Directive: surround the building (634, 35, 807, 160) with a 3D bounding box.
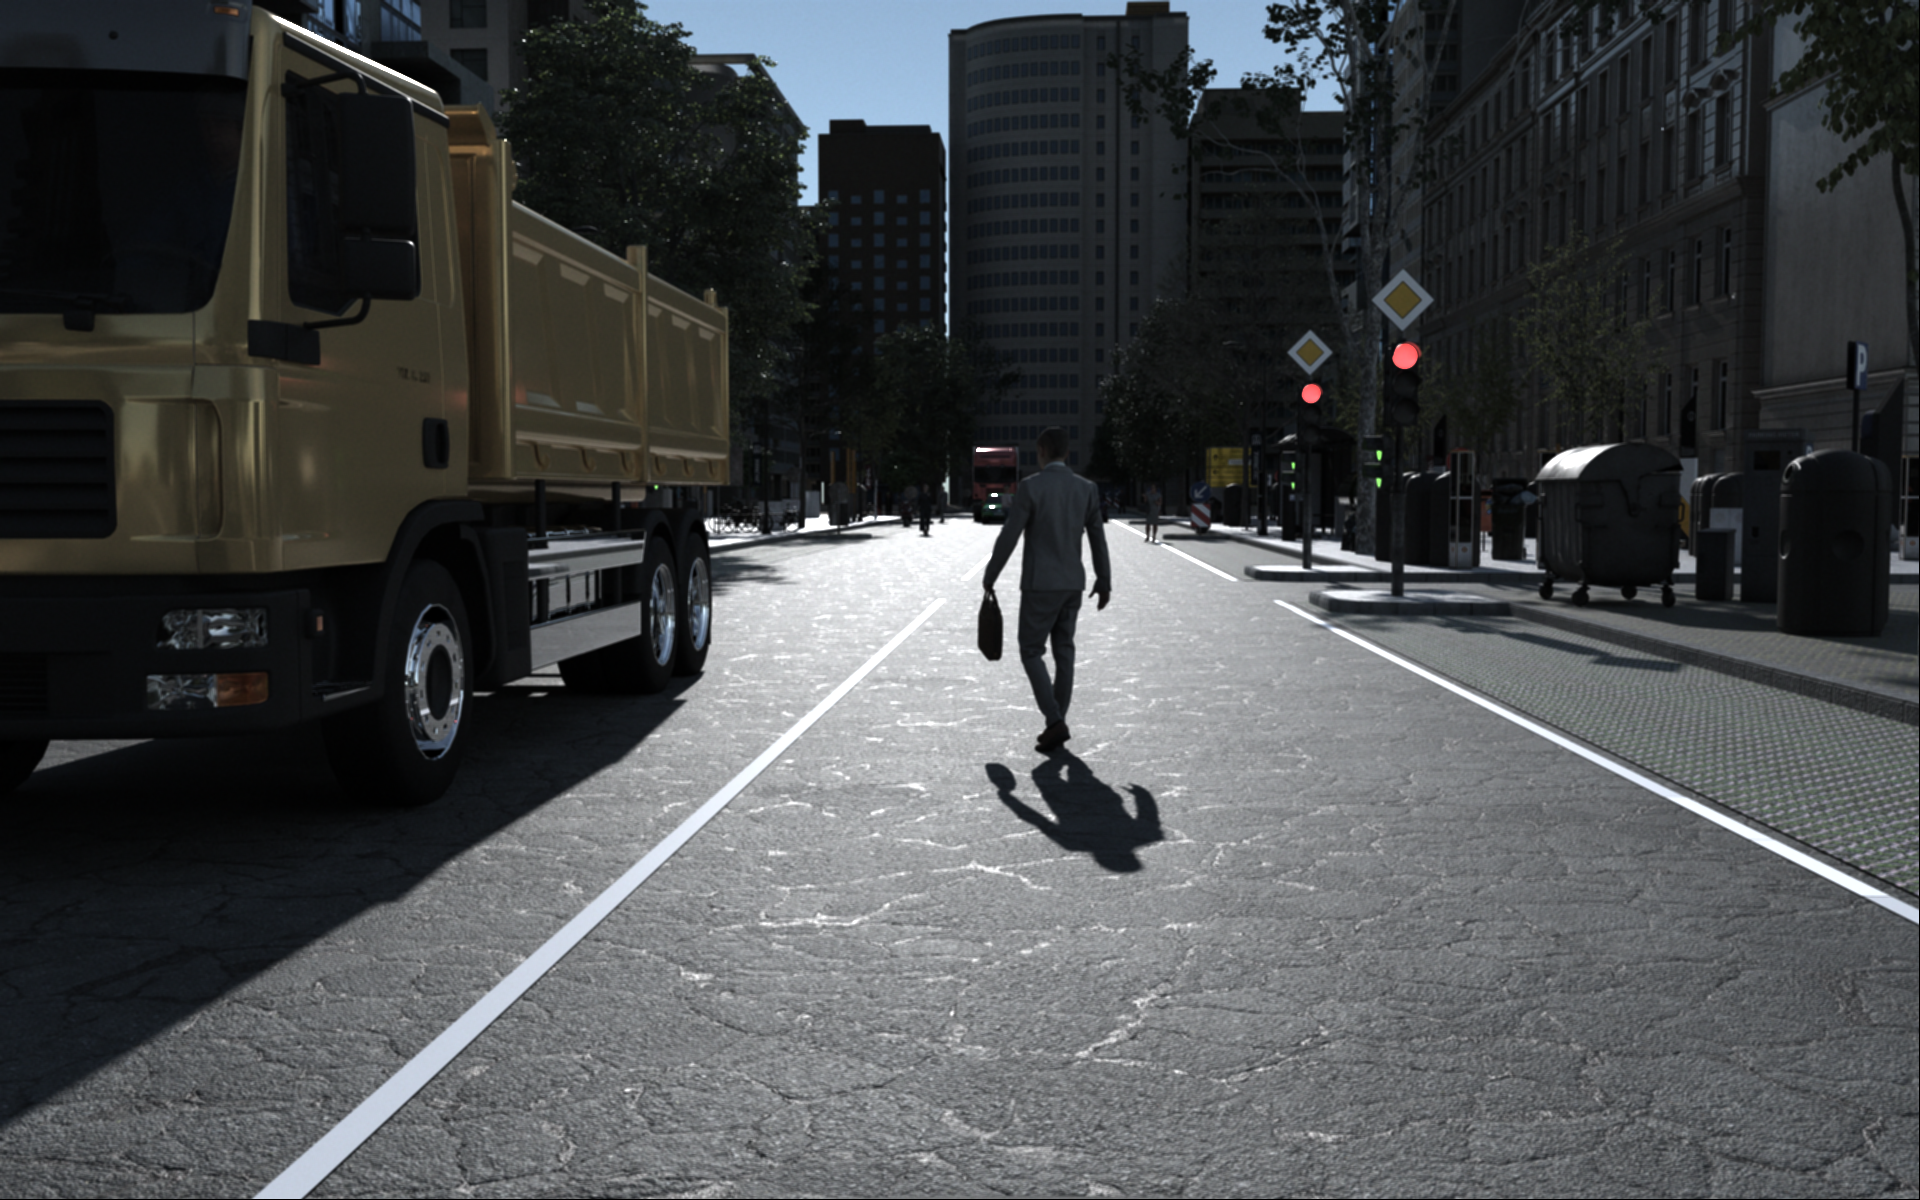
[{"bbox_3d":[-26.694,-28.187,152.737,23.993,40.220,32.217,0,4,3],"label":"building"}]

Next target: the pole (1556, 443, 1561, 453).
[{"bbox_3d":[24.089,-4.647,69.823,0.158,3.312,0.155,0,3,0],"label":"pole"}]

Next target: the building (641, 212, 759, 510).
[{"bbox_3d":[-30.422,-16.917,121.626,27.650,21.520,28.899,0,4,3],"label":"building"}]

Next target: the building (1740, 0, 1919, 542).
[{"bbox_3d":[32.875,-11.154,46.995,19.286,19.102,10.561,0,4,3],"label":"building"}]

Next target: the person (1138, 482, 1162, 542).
[{"bbox_3d":[5.643,-2.615,51.614,0.716,1.782,0.532,1,4,19],"label":"person"}]

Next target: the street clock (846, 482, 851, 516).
[{"bbox_3d":[-6.412,-5.840,100.048,0.358,2.002,0.471,-2,4,-30],"label":"street clock"}]

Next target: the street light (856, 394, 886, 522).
[{"bbox_3d":[-4.125,-6.611,80.626,1.470,5.913,1.316,0,4,3],"label":"street light"}]

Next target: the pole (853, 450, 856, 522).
[{"bbox_3d":[-4.888,-5.250,79.678,0.158,3.312,0.155,0,3,0],"label":"pole"}]

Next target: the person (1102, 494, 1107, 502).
[{"bbox_3d":[11.712,-7.929,141.397,1.065,1.426,0.557,-3,5,-43],"label":"person"}]

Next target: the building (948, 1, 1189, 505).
[{"bbox_3d":[12.911,-40.986,212.126,28.212,58.520,21.231,0,4,3],"label":"building"}]

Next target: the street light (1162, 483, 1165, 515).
[{"bbox_3d":[11.737,-8.040,103.999,1.470,5.913,1.316,0,4,3],"label":"street light"}]

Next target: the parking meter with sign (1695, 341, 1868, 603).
[{"bbox_3d":[9.662,-1.480,20.465,1.738,3.016,0.543,3,5,41],"label":"parking meter with sign"}]

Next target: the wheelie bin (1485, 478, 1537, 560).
[{"bbox_3d":[10.754,-1.586,33.841,0.980,1.594,0.693,1,4,22],"label":"wheelie bin"}]

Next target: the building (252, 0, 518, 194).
[{"bbox_3d":[-29.206,-45.609,58.378,22.319,86.520,31.000,0,4,3],"label":"building"}]

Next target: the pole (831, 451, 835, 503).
[{"bbox_3d":[-6.051,-5.420,82.460,0.158,3.312,0.155,0,3,0],"label":"pole"}]

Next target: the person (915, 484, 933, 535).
[{"bbox_3d":[-1.245,-3.172,60.784,0.576,1.772,0.534,-2,4,-26],"label":"person"}]

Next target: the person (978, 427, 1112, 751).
[{"bbox_3d":[0.499,-0.078,9.889,0.709,1.813,0.853,-2,4,-27],"label":"person"}]

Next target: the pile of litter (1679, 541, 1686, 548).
[{"bbox_3d":[17.048,-1.702,41.801,1.176,0.858,1.719,3,4,37],"label":"pile of litter"}]

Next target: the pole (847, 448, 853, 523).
[{"bbox_3d":[-4.932,-5.061,76.597,0.158,3.312,0.155,0,3,0],"label":"pole"}]

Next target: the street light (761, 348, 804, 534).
[{"bbox_3d":[-5.657,-5.055,55.185,1.470,5.913,1.316,0,4,3],"label":"street light"}]

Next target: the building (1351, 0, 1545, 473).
[{"bbox_3d":[43.393,-26.197,120.204,32.217,40.220,23.993,0,4,3],"label":"building"}]

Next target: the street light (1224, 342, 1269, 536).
[{"bbox_3d":[8.790,-4.930,53.151,1.470,5.913,1.316,0,4,3],"label":"street light"}]

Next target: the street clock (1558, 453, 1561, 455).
[{"bbox_3d":[10.562,-1.577,30.352,0.358,2.002,0.471,1,4,18],"label":"street clock"}]

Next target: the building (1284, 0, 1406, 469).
[{"bbox_3d":[41.093,-51.011,146.701,22.319,86.520,31.000,0,4,3],"label":"building"}]

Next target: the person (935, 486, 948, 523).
[{"bbox_3d":[-0.920,-4.780,86.756,0.694,1.812,0.767,3,4,36],"label":"person"}]

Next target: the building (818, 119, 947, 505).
[{"bbox_3d":[-9.088,-34.257,210.217,14.200,45.320,14.600,0,4,3],"label":"building"}]

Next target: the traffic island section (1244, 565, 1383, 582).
[{"bbox_3d":[5.984,-0.458,29.765,2.009,0.180,2.903,0,4,3],"label":"traffic island section"}]

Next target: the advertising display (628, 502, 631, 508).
[{"bbox_3d":[-17.320,-5.213,90.447,0.974,1.923,0.123,0,4,5],"label":"advertising display"}]

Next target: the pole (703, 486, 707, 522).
[{"bbox_3d":[-11.924,-5.326,80.916,0.158,3.312,0.155,0,3,0],"label":"pole"}]

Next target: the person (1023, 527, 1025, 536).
[{"bbox_3d":[1.833,-2.253,46.337,0.522,1.701,0.512,1,4,16],"label":"person"}]

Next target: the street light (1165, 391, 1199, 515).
[{"bbox_3d":[10.188,-6.467,78.274,1.470,5.913,1.316,0,4,3],"label":"street light"}]

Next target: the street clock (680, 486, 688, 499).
[{"bbox_3d":[-11.957,-4.312,75.064,0.471,2.002,0.358,-1,4,-15],"label":"street clock"}]

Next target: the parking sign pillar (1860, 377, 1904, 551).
[{"bbox_3d":[21.007,-3.123,39.527,1.447,3.967,1.447,-3,5,-40],"label":"parking sign pillar"}]

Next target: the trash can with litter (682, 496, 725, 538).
[{"bbox_3d":[-8.123,-2.414,50.529,2.233,1.210,1.678,2,4,28],"label":"trash can with litter"}]

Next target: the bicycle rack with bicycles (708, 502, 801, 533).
[{"bbox_3d":[-7.105,-2.718,57.815,2.925,0.926,2.852,1,4,18],"label":"bicycle rack with bicycles"}]

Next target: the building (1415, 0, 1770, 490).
[{"bbox_3d":[32.464,-17.938,90.557,12.463,27.353,25.104,0,4,3],"label":"building"}]

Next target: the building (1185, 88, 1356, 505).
[{"bbox_3d":[37.927,-35.882,210.373,21.600,48.544,21.300,0,4,3],"label":"building"}]

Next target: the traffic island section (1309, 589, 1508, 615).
[{"bbox_3d":[5.525,0.030,21.793,2.009,0.180,2.903,0,4,3],"label":"traffic island section"}]

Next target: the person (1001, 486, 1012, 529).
[{"bbox_3d":[1.759,-3.434,65.312,0.731,1.740,0.598,3,4,38],"label":"person"}]

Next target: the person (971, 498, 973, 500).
[{"bbox_3d":[1.427,-7.814,136.200,1.348,1.831,0.705,-3,5,-41],"label":"person"}]

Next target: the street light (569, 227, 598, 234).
[{"bbox_3d":[-6.986,-3.531,30.270,1.470,5.913,1.316,0,4,3],"label":"street light"}]

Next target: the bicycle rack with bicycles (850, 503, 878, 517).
[{"bbox_3d":[-6.053,-5.146,97.524,2.925,0.926,2.852,-1,4,-13],"label":"bicycle rack with bicycles"}]

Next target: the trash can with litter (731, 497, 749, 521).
[{"bbox_3d":[-9.927,-4.144,79.139,1.055,1.170,0.624,0,4,-5],"label":"trash can with litter"}]

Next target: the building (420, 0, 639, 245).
[{"bbox_3d":[-25.333,-19.493,90.413,14.160,30.474,14.107,0,4,3],"label":"building"}]

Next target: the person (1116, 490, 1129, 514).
[{"bbox_3d":[11.630,-7.053,124.373,0.990,1.755,0.434,3,4,36],"label":"person"}]

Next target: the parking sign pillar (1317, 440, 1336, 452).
[{"bbox_3d":[17.319,-5.673,81.231,1.447,3.967,1.447,2,4,29],"label":"parking sign pillar"}]
